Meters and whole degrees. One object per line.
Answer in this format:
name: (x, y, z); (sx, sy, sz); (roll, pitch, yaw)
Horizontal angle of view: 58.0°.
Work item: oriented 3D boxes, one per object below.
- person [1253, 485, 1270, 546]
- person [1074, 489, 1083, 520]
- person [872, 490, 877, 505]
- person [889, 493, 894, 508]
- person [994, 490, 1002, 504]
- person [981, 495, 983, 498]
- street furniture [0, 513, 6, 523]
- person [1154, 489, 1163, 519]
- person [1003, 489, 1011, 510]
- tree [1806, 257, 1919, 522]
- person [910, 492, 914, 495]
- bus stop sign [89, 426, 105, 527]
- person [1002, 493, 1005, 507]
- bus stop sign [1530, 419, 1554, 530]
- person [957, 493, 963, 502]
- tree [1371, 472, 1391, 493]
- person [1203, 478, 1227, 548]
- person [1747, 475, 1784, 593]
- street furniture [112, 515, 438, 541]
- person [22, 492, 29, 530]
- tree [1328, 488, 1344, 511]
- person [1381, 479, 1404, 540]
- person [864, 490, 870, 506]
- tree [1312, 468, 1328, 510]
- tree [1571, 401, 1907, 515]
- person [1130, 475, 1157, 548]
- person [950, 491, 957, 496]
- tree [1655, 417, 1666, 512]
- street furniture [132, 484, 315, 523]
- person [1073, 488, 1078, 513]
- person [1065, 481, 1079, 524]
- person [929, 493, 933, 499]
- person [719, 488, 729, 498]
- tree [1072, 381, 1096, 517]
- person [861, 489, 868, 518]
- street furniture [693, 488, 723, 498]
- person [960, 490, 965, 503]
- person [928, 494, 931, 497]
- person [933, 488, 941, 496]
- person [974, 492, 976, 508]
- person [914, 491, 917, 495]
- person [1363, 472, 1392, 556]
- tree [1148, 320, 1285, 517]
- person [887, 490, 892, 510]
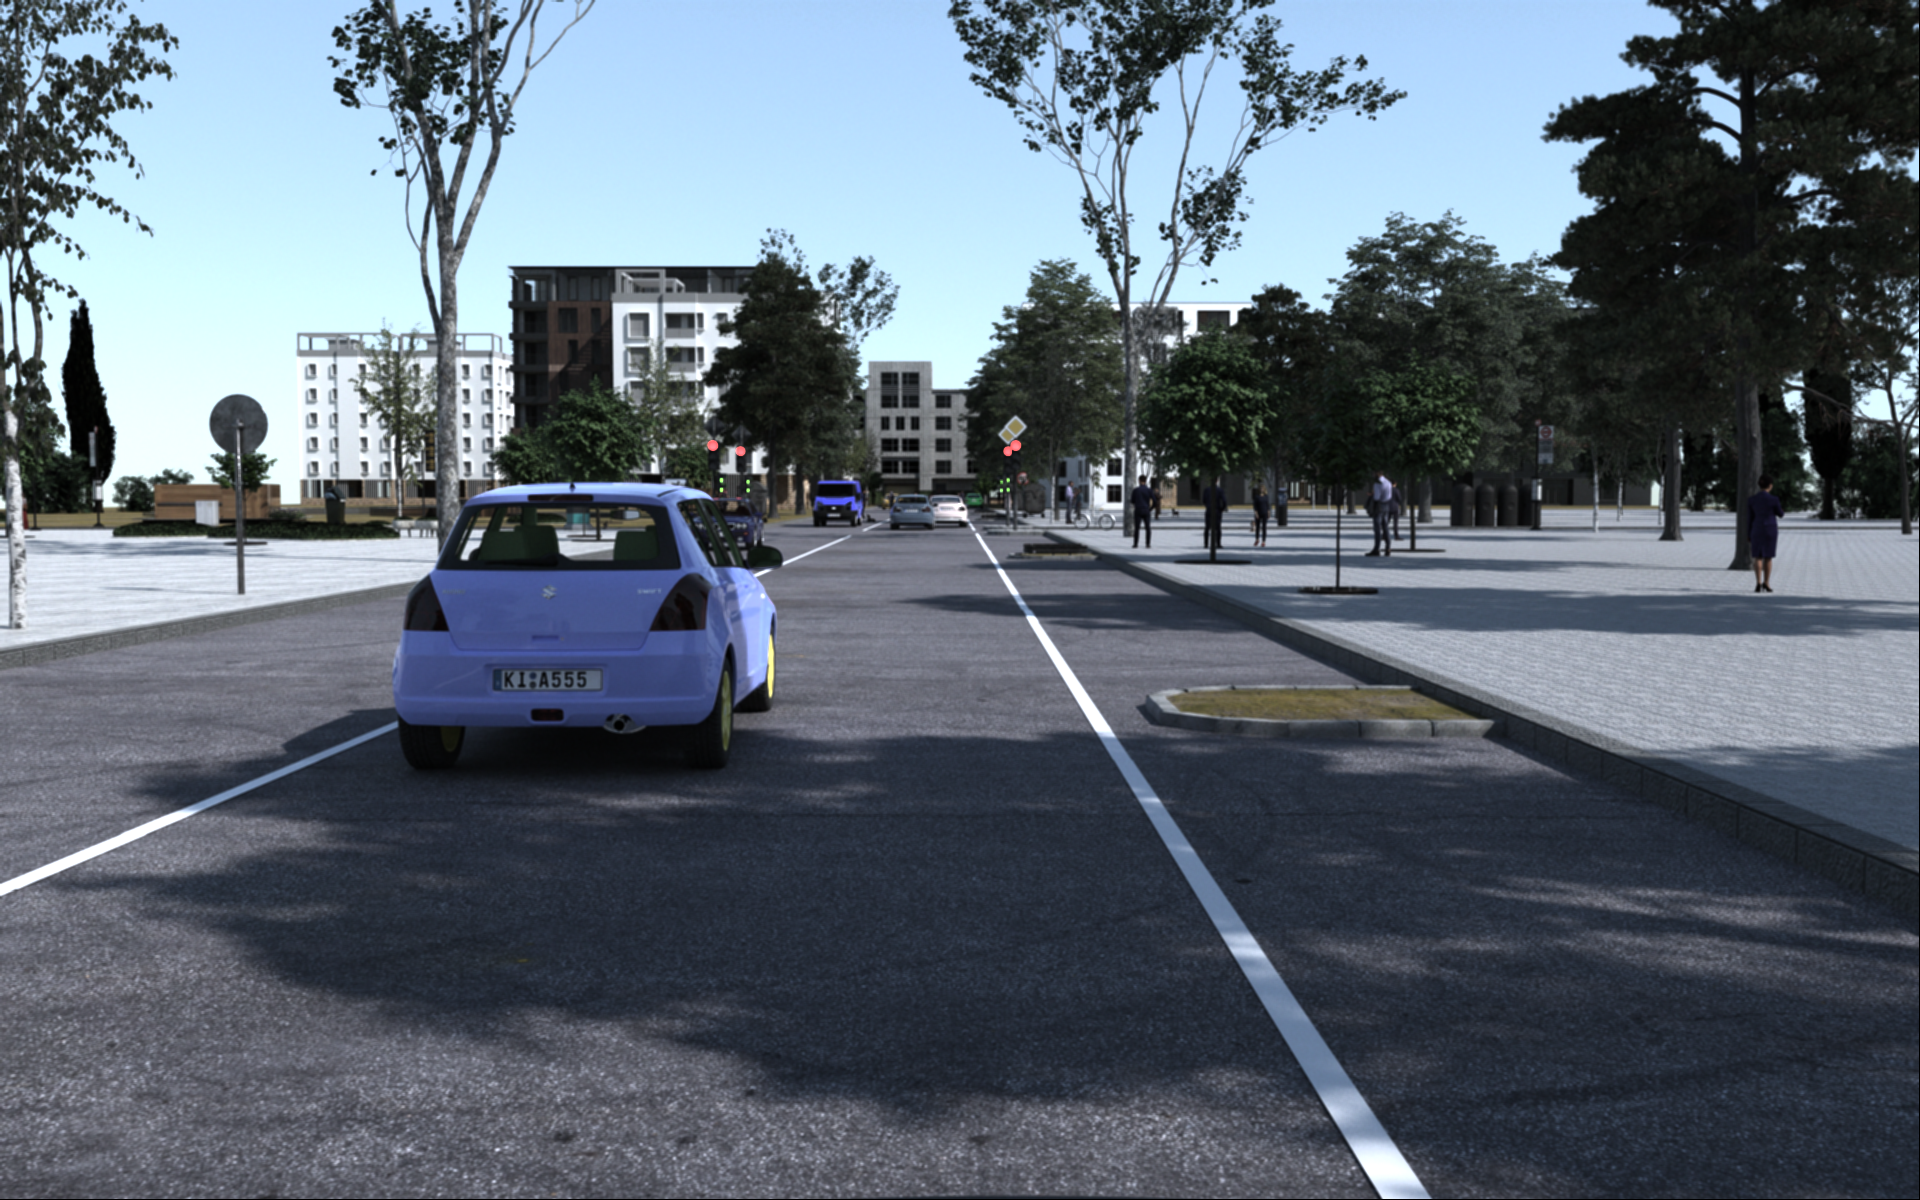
person: (7.390, -2.084, 42.657); (0.480, 1.512, 0.613); (-1, 4, -22)
person: (5.781, -4.656, 84.377); (0.429, 1.552, 0.499); (1, 4, 10)
person: (-10.190, -12.226, 206.464); (0.721, 1.766, 1.217); (1, 4, 17)
person: (-5.448, -7.891, 139.734); (0.471, 1.553, 0.569); (3, 4, 37)
person: (4.835, -12.778, 214.984); (1.348, 1.821, 0.705); (-1, 4, -13)
person: (2.875, -13.079, 219.748); (0.599, 1.838, 0.709); (2, 4, 24)
street furniture: (-44.607, -3.579, 74.148); (5.734, 0.657, 10.072); (0, 4, -4)
person: (10.004, -4.847, 87.557); (0.388, 1.546, 0.482); (3, 5, 39)
person: (3.845, -8.181, 140.465); (0.621, 1.740, 0.551); (2, 4, 26)
tree: (46.335, -11.038, 82.288); (13.155, 14.587, 18.604); (-2, 4, -27)
person: (-5.823, -12.418, 212.269); (1.217, 1.736, 0.721); (-2, 4, -27)
bus stop sign: (-34.090, -4.865, 68.248); (0.855, 3.939, 0.416); (3, 5, 42)
person: (4.500, -10.259, 174.481); (0.721, 1.736, 1.217); (1, 4, 22)
bus stop sign: (20.759, -4.468, 61.755); (0.416, 3.939, 0.855); (-3, 4, -36)
person: (-0.007, -6.581, 118.798); (0.574, 1.496, 0.600); (3, 4, 37)
tree: (28.516, -12.097, 119.843); (6.751, 12.117, 7.091); (0, 3, 0)
person: (6.043, -2.101, 41.100); (0.576, 1.737, 0.504); (1, 4, 12)
person: (10.544, -0.873, 22.683); (0.453, 1.535, 0.546); (1, 4, 22)
street furniture: (-19.906, -2.181, 51.285); (10.072, 0.657, 5.734); (2, 4, 31)
person: (-34.803, -3.253, 64.150); (0.523, 1.526, 0.387); (-2, 4, -31)
tree: (28.414, -11.117, 132.123); (4.360, 8.622, 3.978); (0, 3, 0)
person: (11.959, -2.502, 47.874); (0.530, 1.710, 0.541); (-2, 4, -30)
person: (-9.945, -10.805, 183.499); (0.742, 1.727, 0.445); (-1, 4, -17)
tree: (17.024, -8.909, 96.018); (4.737, 8.622, 4.395); (0, 3, 0)
tree: (48.400, -8.790, 106.627); (20.602, 7.101, 11.467); (-2, 4, -25)
person: (4.354, -2.113, 41.300); (0.576, 1.737, 0.504); (-1, 4, -9)
person: (-0.705, -11.666, 199.254); (1.348, 1.821, 0.705); (2, 4, 32)
tree: (55.745, -13.721, 126.162); (13.155, 14.587, 18.604); (1, 4, 16)
street furniture: (-32.144, -4.394, 78.703); (9.812, 1.723, 11.010); (-1, 4, -15)
person: (7.732, -6.721, 116.757); (0.431, 1.722, 0.655); (0, 4, 8)
person: (4.820, -4.175, 74.169); (0.599, 1.838, 0.709); (1, 4, 14)
person: (-2.002, -6.653, 119.645); (0.453, 1.535, 0.546); (-3, 4, -37)
person: (-9.651, -3.870, 70.792); (0.415, 1.643, 0.593); (0, 4, 4)
tree: (7.735, -9.004, 97.584); (4.737, 8.622, 4.395); (0, 3, 0)
person: (-5.653, -5.670, 101.902); (0.504, 1.737, 0.576); (1, 4, 9)
street furniture: (-21.426, -7.661, 132.114); (11.010, 1.723, 9.812); (0, 4, -8)
person: (0.089, -9.215, 159.613); (0.683, 1.767, 0.568); (-1, 4, -19)
person: (-2.634, -8.092, 143.996); (0.799, 1.438, 0.628); (2, 4, 32)
person: (-1.114, -4.836, 88.259); (0.565, 1.739, 0.600); (2, 4, 30)
person: (1.461, -9.998, 172.676); (0.721, 1.736, 1.217); (0, 4, 1)
person: (-4.533, -10.047, 173.484); (0.721, 1.736, 1.217); (2, 4, 25)
person: (8.602, -1.832, 35.865); (0.709, 1.838, 0.599); (-3, 5, -43)
tree: (11.239, -7.574, 74.194); (4.737, 8.622, 4.395); (0, 3, 0)
person: (-6.348, -9.066, 156.604); (0.599, 1.838, 0.709); (1, 4, 21)
